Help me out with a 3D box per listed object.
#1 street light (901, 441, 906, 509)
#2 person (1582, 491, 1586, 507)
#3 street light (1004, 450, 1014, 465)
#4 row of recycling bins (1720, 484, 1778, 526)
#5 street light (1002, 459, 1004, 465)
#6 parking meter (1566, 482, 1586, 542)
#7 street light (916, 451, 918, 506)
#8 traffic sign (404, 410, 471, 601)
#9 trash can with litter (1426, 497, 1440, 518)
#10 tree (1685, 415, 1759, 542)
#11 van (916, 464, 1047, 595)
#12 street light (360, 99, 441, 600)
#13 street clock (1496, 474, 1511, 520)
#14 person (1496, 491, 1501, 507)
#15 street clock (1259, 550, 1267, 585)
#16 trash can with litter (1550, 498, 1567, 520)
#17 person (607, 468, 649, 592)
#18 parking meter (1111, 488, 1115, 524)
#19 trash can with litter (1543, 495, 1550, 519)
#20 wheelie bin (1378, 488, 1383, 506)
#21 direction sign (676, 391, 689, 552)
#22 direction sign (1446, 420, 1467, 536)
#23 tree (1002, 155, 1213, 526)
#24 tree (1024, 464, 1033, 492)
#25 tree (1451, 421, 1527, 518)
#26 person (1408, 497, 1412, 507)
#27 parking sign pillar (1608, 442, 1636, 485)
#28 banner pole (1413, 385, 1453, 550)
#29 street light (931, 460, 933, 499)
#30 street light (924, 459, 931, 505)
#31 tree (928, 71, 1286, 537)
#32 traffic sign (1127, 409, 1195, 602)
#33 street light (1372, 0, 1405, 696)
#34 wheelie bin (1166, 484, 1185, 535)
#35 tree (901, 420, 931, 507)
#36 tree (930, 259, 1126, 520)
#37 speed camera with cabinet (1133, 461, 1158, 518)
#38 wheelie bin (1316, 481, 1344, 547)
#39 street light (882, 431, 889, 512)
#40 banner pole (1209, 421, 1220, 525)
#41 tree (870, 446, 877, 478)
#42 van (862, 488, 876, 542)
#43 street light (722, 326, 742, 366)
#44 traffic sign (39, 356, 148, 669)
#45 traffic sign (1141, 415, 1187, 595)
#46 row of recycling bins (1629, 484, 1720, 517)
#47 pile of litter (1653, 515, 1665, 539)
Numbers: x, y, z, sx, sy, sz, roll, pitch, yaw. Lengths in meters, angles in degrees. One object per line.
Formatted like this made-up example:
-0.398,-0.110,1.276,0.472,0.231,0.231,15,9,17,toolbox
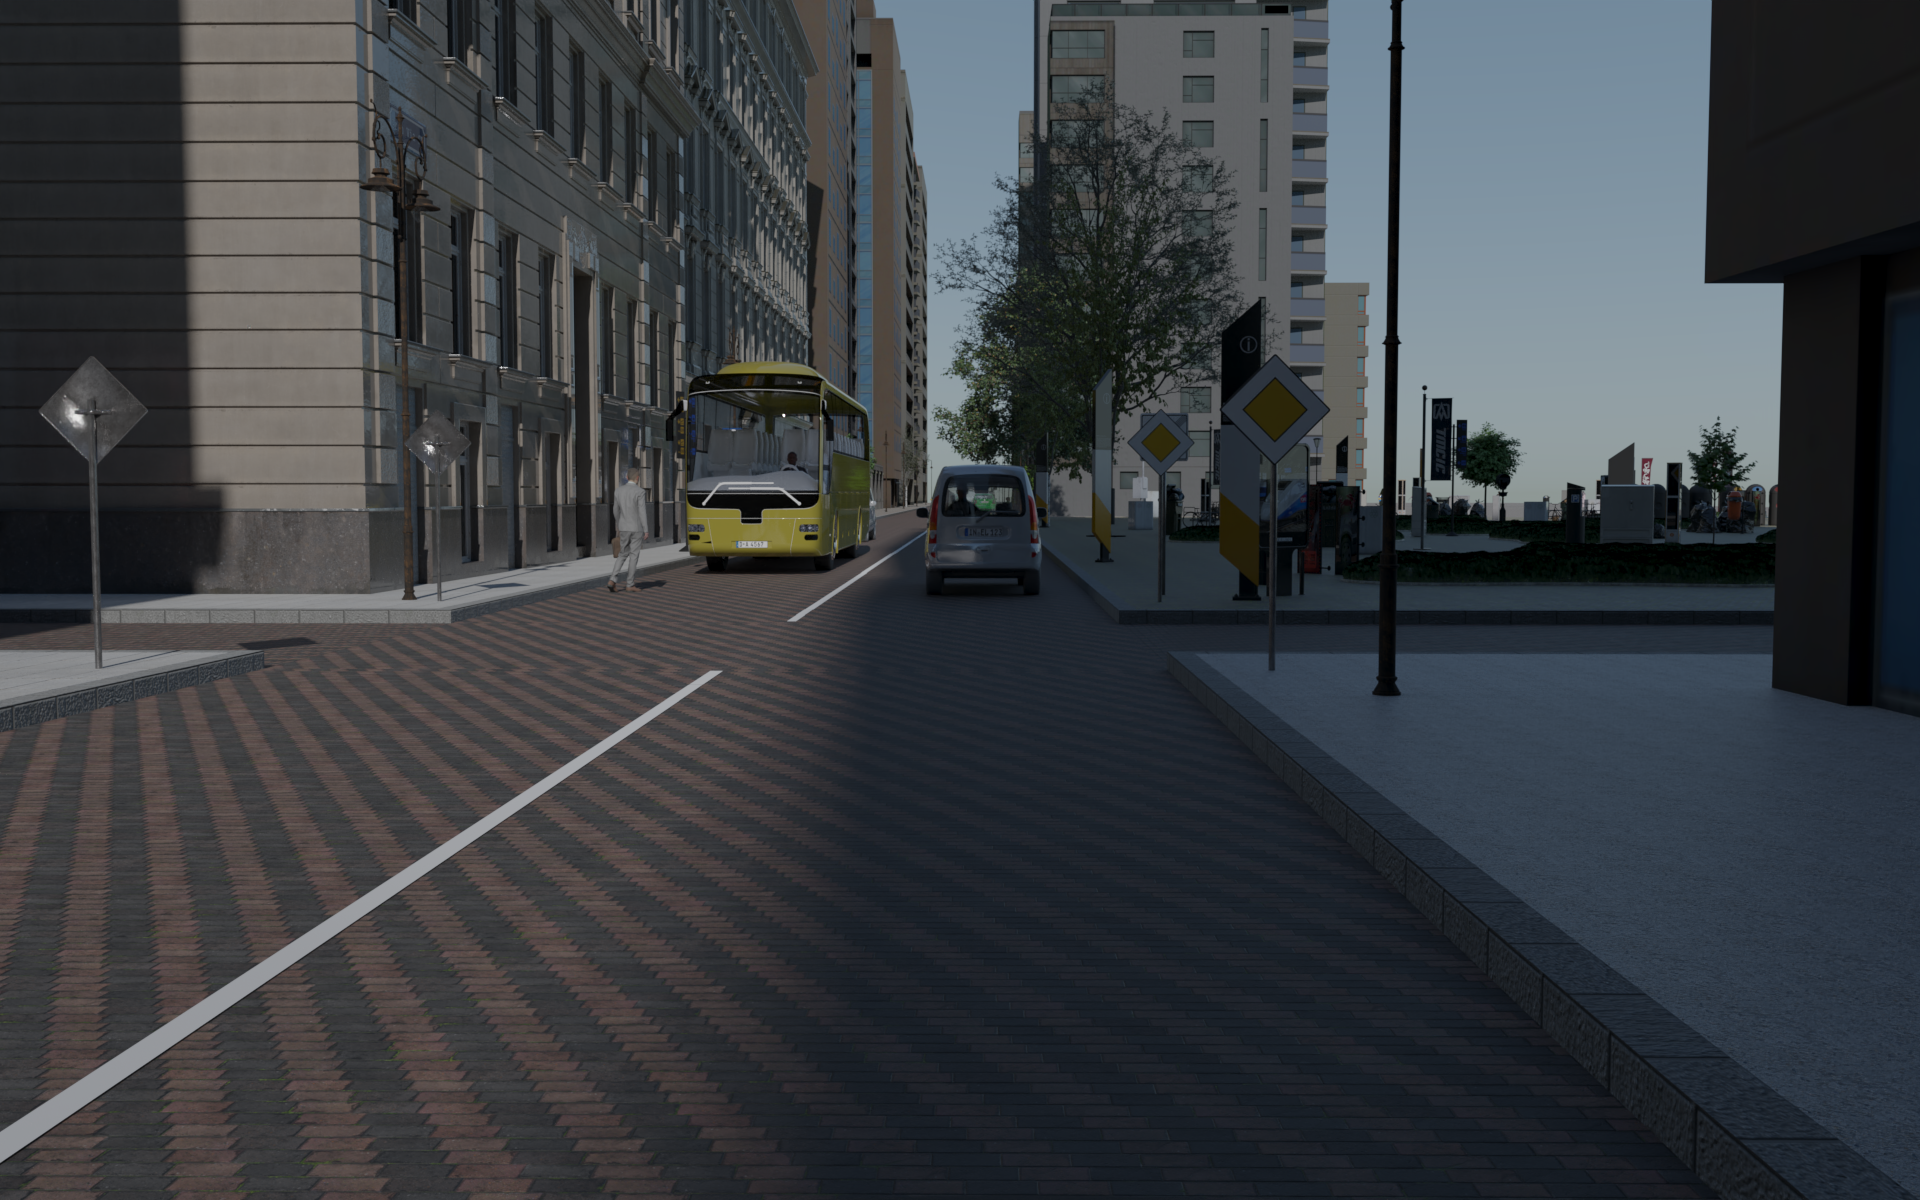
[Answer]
-4.927,-10.940,151.652,0.468,5.910,1.993,0,4,1,street light
63.517,-10.235,176.505,0.621,1.740,0.551,0,4,-2,person
4.834,-12.173,171.816,0.468,5.910,1.993,0,4,1,street light
32.745,-3.866,70.320,3.534,1.692,1.069,1,4,14,row of recycling bins
5.149,-13.918,200.349,0.468,5.910,1.993,0,4,1,street light
12.995,-1.722,36.567,0.372,1.533,0.369,0,3,0,parking meter
-4.508,-12.716,180.695,0.468,5.910,1.993,0,4,1,street light
-6.222,-1.040,20.653,0.795,2.450,0.064,0,4,1,traffic sign
19.139,-3.538,69.241,1.055,1.170,0.624,1,4,16,trash can with litter
18.564,-2.914,42.245,1.663,3.219,1.824,0,3,0,tree
0.330,-1.163,26.023,2.013,2.044,4.112,0,3,0,van
-6.679,-2.938,20.830,0.468,5.910,1.993,0,4,1,street light
19.357,-3.498,61.764,0.471,2.002,0.358,-1,4,-11,street clock
54.118,-10.081,174.037,1.217,1.735,0.721,3,5,40,person
4.322,-1.213,24.407,0.358,2.002,0.471,-1,4,-18,street clock
28.694,-4.358,82.633,1.055,1.170,0.624,3,5,43,trash can with litter
-4.820,-1.023,25.348,0.709,1.813,0.853,1,4,22,person
6.369,-3.968,73.291,0.372,1.533,0.369,0,3,0,parking meter
30.036,-4.731,88.416,1.678,1.210,2.233,-1,4,-13,trash can with litter
23.469,-5.337,95.161,0.980,1.594,0.693,-1,4,-21,wheelie bin
-6.076,-2.843,38.476,0.379,3.537,0.876,1,4,19,direction sign
14.984,-3.709,52.640,0.876,3.537,0.379,-1,4,-12,direction sign
3.402,-5.408,38.777,4.737,8.622,4.395,0,3,0,tree
3.985,-6.930,107.900,1.663,3.219,1.824,0,3,0,tree
23.578,-5.725,77.315,4.285,4.588,4.351,0,3,0,tree
45.631,-9.952,174.441,0.991,1.433,0.599,0,4,-4,person
34.638,-6.251,90.684,1.447,3.967,1.447,3,4,37,parking sign pillar
10.871,-3.042,39.750,0.863,3.779,0.401,2,4,26,banner pole
-3.861,-16.069,235.520,0.468,5.910,1.993,0,4,1,street light
-4.097,-14.390,208.064,0.468,5.910,1.993,0,4,1,street light
4.243,-8.627,51.418,12.009,13.543,11.850,0,3,0,tree
2.371,-1.032,20.520,0.795,2.450,0.064,0,4,1,traffic sign
2.728,-2.331,10.899,0.468,5.910,1.993,0,4,1,street light
6.631,-2.835,54.255,0.693,1.594,0.980,2,4,29,wheelie bin
-5.165,-13.604,172.782,4.360,8.622,3.978,0,3,0,tree
3.696,-10.223,84.158,9.611,12.733,9.660,0,3,0,tree
10.195,-6.122,94.435,0.660,3.252,2.038,3,4,39,speed camera with cabinet
8.942,-2.071,41.773,0.980,1.594,0.693,1,4,12,wheelie bin
-5.298,-9.269,124.336,0.468,5.910,1.993,0,4,1,street light
8.646,-4.208,58.824,0.401,3.779,0.863,-2,4,-31,banner pole
-6.048,-6.700,93.261,4.285,4.588,4.351,0,3,0,tree
-3.521,-2.814,53.028,2.013,2.044,4.112,0,4,2,van
-6.213,-4.587,47.784,0.468,5.910,1.993,0,4,1,street light
-6.328,-0.552,12.669,0.795,2.450,0.064,0,4,1,traffic sign
2.582,-1.213,21.955,0.606,2.300,0.079,0,4,7,traffic sign
28.306,-3.803,69.291,3.534,1.692,1.069,0,4,-1,row of recycling bins
19.992,-2.220,50.256,1.176,0.858,1.719,-2,4,-31,pile of litter
